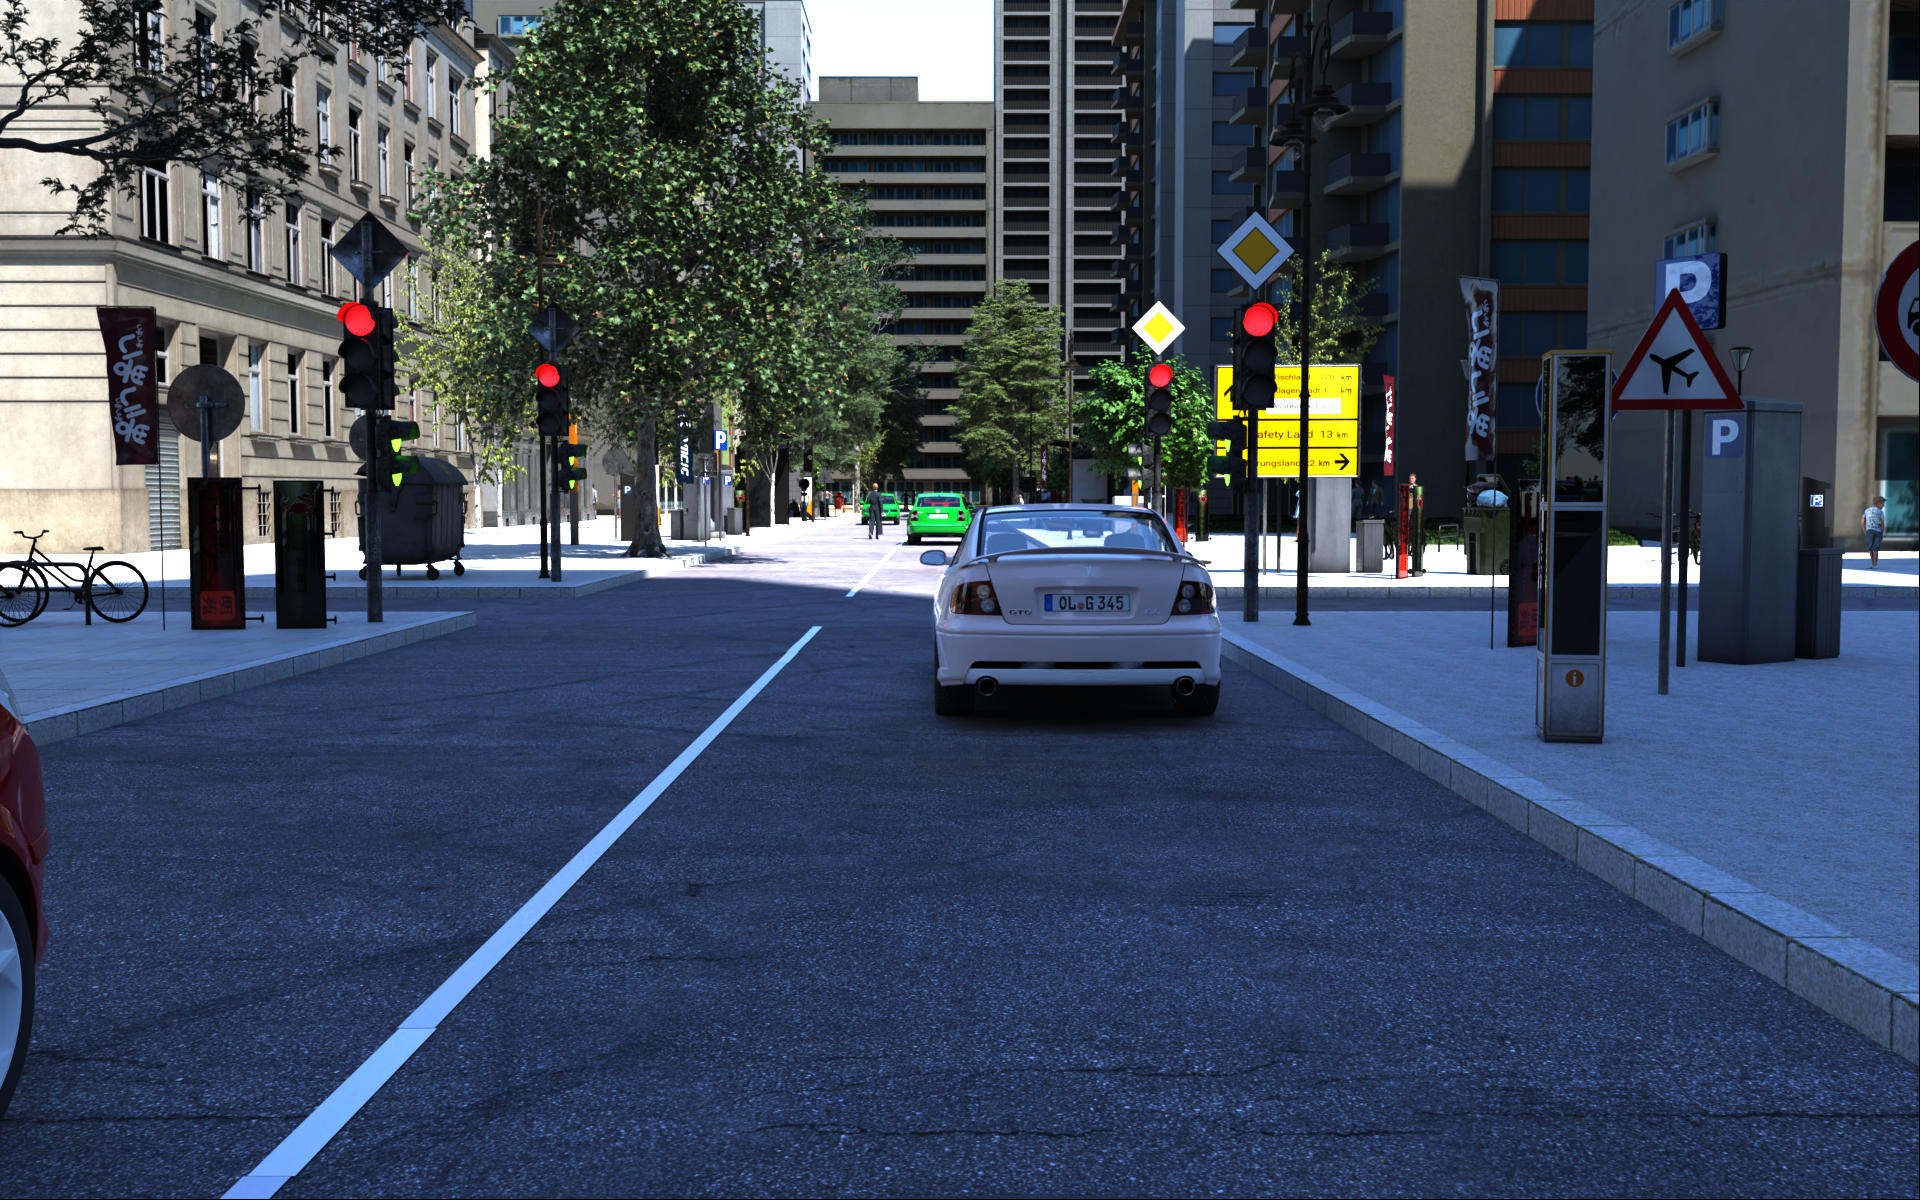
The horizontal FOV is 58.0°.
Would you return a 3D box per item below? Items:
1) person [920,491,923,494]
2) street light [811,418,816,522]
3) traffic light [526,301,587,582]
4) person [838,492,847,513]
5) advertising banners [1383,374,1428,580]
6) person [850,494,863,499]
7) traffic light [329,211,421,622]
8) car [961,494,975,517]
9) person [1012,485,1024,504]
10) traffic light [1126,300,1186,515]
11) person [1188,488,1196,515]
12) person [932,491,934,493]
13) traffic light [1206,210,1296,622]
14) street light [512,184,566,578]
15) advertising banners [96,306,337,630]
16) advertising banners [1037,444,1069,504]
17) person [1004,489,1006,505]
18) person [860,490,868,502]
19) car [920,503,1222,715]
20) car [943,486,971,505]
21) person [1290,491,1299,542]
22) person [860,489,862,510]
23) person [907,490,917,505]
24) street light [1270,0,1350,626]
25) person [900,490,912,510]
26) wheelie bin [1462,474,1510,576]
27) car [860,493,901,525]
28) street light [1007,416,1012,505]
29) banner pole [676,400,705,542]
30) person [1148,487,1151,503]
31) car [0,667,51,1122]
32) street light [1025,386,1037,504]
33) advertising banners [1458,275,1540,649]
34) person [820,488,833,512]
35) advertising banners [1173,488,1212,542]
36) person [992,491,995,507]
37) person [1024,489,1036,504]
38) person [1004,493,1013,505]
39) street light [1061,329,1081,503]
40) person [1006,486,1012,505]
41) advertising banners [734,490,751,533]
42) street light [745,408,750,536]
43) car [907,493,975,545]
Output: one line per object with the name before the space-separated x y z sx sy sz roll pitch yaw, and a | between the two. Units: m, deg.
person | -3.441 -9.416 162.897 0.568 1.767 0.683 2 4 30
street light | -6.678 -6.462 78.435 0.468 5.910 1.993 0 4 0
traffic light | -5.895 -2.221 25.242 0.839 4.253 0.868 0 4 0
person | -8.115 -6.744 119.542 0.697 1.427 0.421 -2 4 -31
advertising banners | 6.693 -1.830 26.105 0.090 3.025 2.074 2 4 32
person | -8.562 -8.309 142.039 1.348 1.807 0.705 3 4 38
traffic light | -5.851 -1.733 17.257 0.839 4.253 0.868 0 4 0
car | -0.322 -4.322 80.884 2.015 1.641 3.980 0 4 1
person | 3.652 -6.194 107.317 0.705 1.824 1.348 2 4 31
traffic light | 2.866 -2.225 25.305 0.839 4.253 0.868 0 4 0
person | 11.051 -4.757 83.805 0.794 1.824 0.713 0 4 -6
person | -2.084 -7.462 131.965 0.415 1.643 0.593 0 4 7
traffic light | 2.910 -1.737 17.321 0.839 4.253 0.868 0 4 0
street light | -6.338 -3.269 26.240 0.468 5.910 1.993 0 4 0
advertising banners | -6.991 -1.231 16.313 2.074 3.025 0.090 -1 4 -8
advertising banners | 3.271 -3.899 59.935 0.090 3.025 2.074 -2 4 -25
person | 4.301 -10.035 170.842 0.721 1.735 1.217 -2 4 -24
person | -8.412 -8.964 153.332 1.217 1.735 0.721 -2 4 -26
car | 0.739 -0.015 12.610 2.083 1.381 4.827 0 4 0
car | -0.629 -3.786 70.948 2.155 1.783 4.494 0 4 1
person | 9.079 -2.415 45.625 0.778 1.811 0.616 0 3 0
person | -8.161 -8.067 138.767 0.721 1.723 1.217 1 4 21
person | -3.851 -8.119 141.961 1.217 1.735 0.721 -3 5 -41
street light | 3.350 -2.691 16.789 0.468 5.910 1.993 0 4 0
person | -4.782 -8.899 153.967 1.348 1.831 0.705 2 4 32
wheelie bin | 8.382 -1.194 27.434 0.693 1.594 0.980 -1 4 -14
car | -3.730 -4.448 81.525 1.959 1.807 4.718 0 4 -2
street light | 2.937 -7.787 100.102 0.468 5.910 1.993 0 4 0
banner pole | -7.142 -3.415 45.855 0.863 3.779 0.401 -2 4 -30
person | 7.545 -3.784 67.926 0.660 1.820 0.620 -1 4 -11
car | -2.968 0.422 2.149 2.155 1.783 4.494 0 4 0
street light | 3.051 -6.215 74.406 0.468 5.910 1.993 0 4 0
advertising banners | 4.807 -1.123 14.548 2.074 3.025 0.090 -3 4 -37
person | -9.472 -7.131 123.337 1.217 1.736 0.721 1 4 10
advertising banners | 5.905 -3.051 46.079 2.074 3.025 0.090 -2 4 -33
person | 3.431 -10.142 173.334 0.415 1.643 0.593 2 4 25
person | 5.285 -7.534 130.009 1.217 1.735 0.721 3 5 44
person | 3.949 -8.374 143.779 1.217 1.723 0.721 -1 4 -17
street light | 3.100 -4.644 48.710 0.468 5.910 1.993 0 4 0
person | 3.266 -6.665 114.982 0.705 1.831 1.348 0 4 -7
advertising banners | -7.945 -3.725 57.086 2.074 3.025 0.090 0 4 4
street light | -6.450 -4.873 52.462 0.468 5.910 1.993 0 4 0
car | -0.561 -2.522 50.024 1.959 1.807 4.718 0 4 1
